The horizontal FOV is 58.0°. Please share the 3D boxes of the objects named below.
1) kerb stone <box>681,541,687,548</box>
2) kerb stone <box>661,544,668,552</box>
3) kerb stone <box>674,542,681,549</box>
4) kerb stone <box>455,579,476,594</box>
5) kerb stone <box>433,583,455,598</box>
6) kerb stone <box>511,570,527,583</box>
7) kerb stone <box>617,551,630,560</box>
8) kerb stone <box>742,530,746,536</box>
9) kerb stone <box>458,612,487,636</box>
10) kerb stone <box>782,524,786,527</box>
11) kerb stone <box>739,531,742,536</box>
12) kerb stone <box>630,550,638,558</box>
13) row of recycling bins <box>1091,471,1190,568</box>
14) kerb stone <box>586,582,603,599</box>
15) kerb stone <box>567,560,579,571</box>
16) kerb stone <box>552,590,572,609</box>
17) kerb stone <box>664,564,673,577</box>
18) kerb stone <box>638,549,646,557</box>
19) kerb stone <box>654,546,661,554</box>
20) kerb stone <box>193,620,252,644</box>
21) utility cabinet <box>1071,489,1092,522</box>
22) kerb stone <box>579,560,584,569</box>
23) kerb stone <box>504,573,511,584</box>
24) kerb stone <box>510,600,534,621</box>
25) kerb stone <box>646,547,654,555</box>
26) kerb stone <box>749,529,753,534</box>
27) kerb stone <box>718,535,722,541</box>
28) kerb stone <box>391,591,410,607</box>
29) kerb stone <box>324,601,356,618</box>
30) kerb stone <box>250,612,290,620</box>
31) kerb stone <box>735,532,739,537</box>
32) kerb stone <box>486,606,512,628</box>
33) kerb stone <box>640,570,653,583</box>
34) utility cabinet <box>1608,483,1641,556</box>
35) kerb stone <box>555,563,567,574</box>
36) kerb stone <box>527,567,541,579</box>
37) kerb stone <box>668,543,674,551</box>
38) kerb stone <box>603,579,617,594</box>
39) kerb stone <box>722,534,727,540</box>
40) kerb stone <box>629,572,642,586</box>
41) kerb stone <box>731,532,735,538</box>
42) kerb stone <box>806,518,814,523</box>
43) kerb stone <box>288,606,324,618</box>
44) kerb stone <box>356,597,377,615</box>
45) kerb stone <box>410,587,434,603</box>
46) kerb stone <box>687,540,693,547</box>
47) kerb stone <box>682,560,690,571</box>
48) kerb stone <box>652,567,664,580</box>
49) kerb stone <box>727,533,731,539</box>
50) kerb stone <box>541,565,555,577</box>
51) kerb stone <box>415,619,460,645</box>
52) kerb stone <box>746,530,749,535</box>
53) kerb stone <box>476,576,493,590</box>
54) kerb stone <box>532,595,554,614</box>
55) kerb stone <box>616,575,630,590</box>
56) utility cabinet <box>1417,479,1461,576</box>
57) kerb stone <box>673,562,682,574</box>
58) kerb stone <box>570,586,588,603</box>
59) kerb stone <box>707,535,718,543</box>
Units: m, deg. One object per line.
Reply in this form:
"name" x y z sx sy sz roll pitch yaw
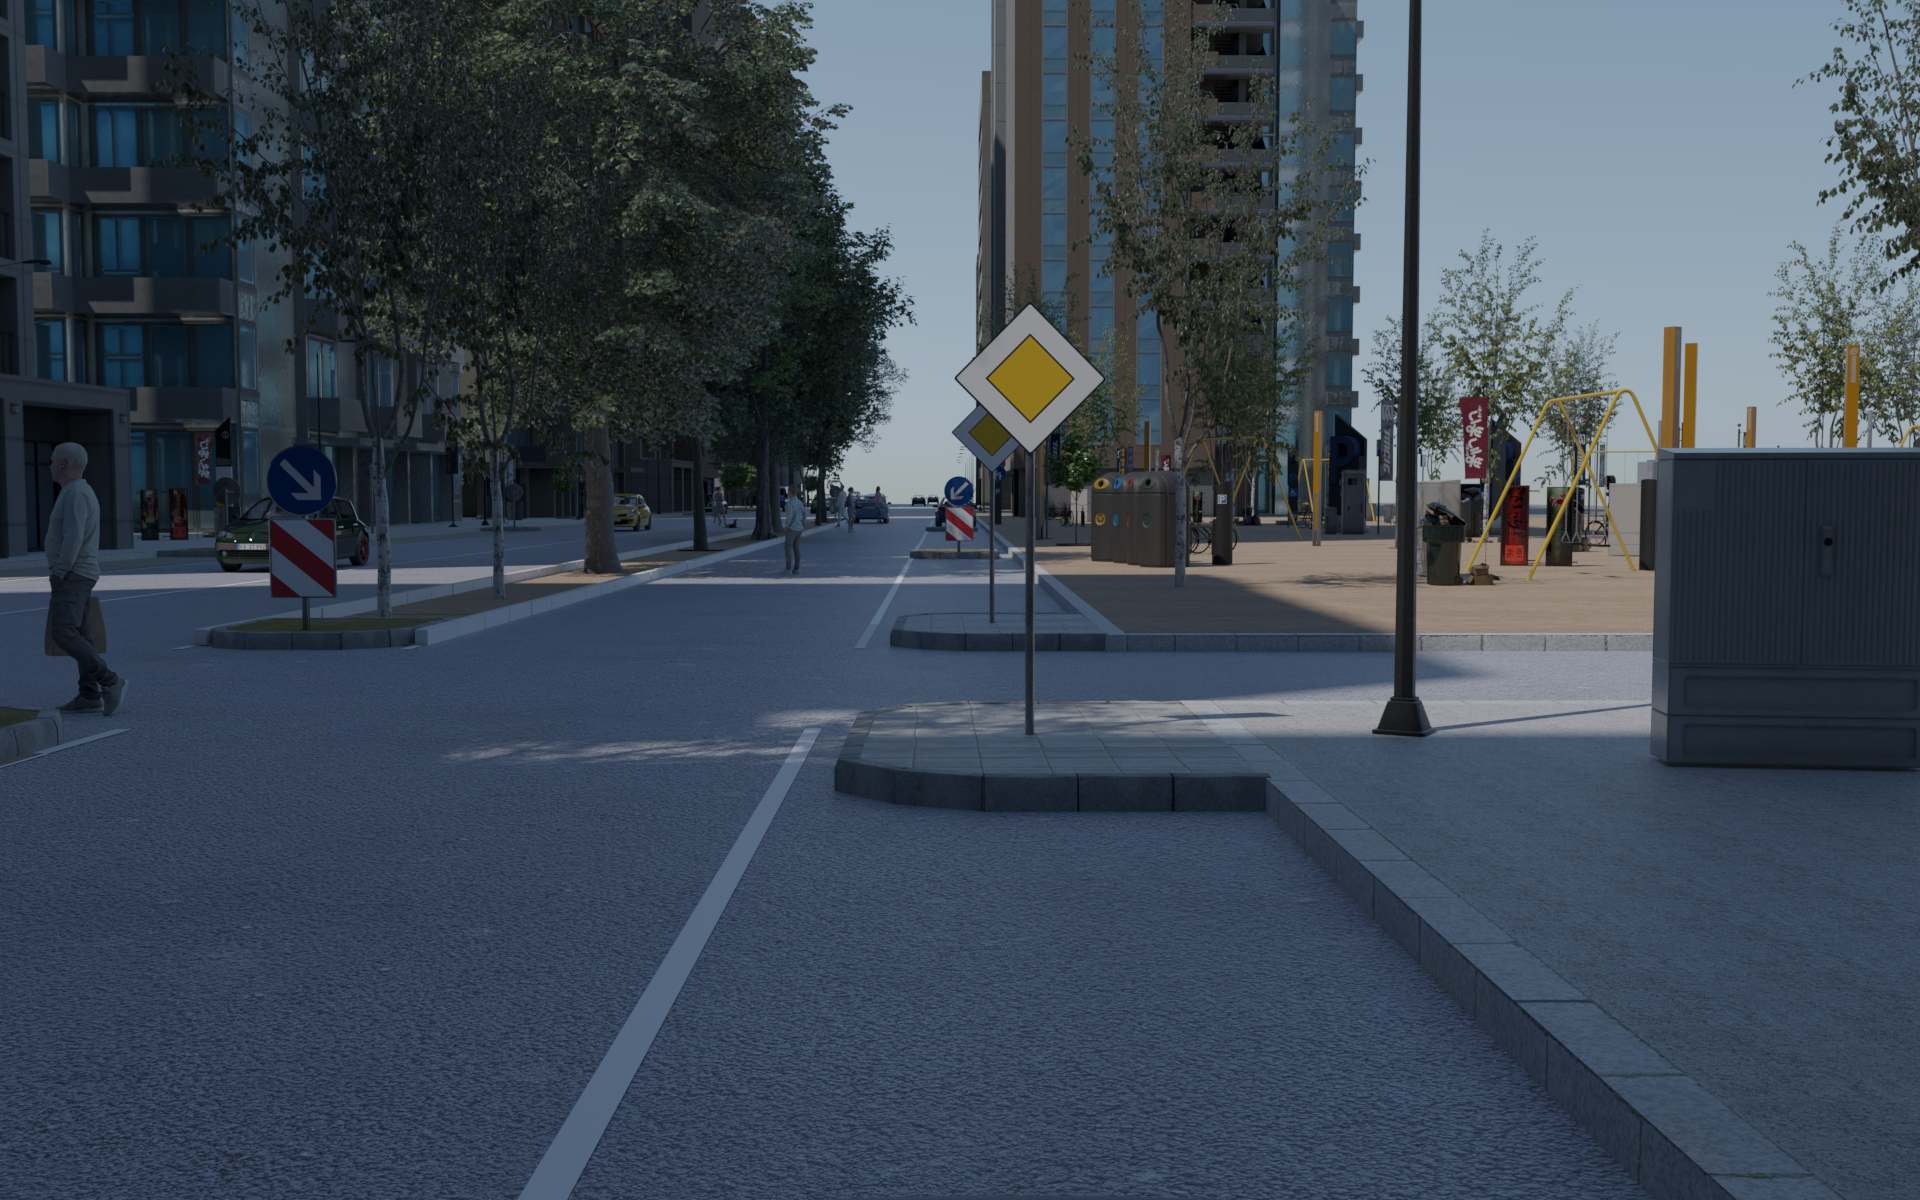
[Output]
"kerb stone" -7.390 -1.430 45.596 0.120 0.150 1.000 0 4 0
"kerb stone" -7.371 -1.243 42.521 0.120 0.150 1.000 0 4 0
"kerb stone" -7.394 -1.368 44.569 0.120 0.150 1.000 0 4 0
"kerb stone" -7.253 -0.177 25.088 0.120 0.150 1.000 0 4 0
"kerb stone" -7.252 -0.114 24.053 0.120 0.150 1.000 0 4 0
"kerb stone" -7.276 -0.366 28.177 0.120 0.150 1.000 0 4 0
"kerb stone" -7.338 -0.929 37.385 0.120 0.150 1.000 0 4 0
"kerb stone" -7.485 -2.243 58.924 0.120 0.150 1.000 0 4 0
"kerb stone" -5.109 0.262 17.910 0.120 0.150 1.000 0 4 0
"kerb stone" -7.597 -3.248 75.336 0.120 0.150 1.000 0 4 0
"kerb stone" -7.480 -2.183 57.888 0.120 0.150 1.000 0 4 0
"kerb stone" -7.353 -0.990 38.414 0.120 0.150 1.000 0 4 0
"row of recycling bins" 3.307 -1.508 31.766 1.069 1.692 3.534 -1 4 -14
"kerb stone" -5.153 -0.115 24.071 0.120 0.150 1.000 0 4 0
"kerb stone" -7.313 -0.616 32.264 0.120 0.150 1.000 0 4 0
"kerb stone" -5.135 0.012 22.027 0.120 0.150 1.000 0 4 0
"kerb stone" -5.189 -0.489 30.217 0.120 0.150 1.000 0 4 0
"kerb stone" -7.354 -1.050 39.437 0.120 0.150 1.000 0 4 0
"kerb stone" -7.368 -1.179 41.492 0.120 0.150 1.000 0 4 0
"kerb stone" -7.200 0.324 16.899 0.120 0.150 1.000 0 4 0
"utility cabinet" 5.575 -4.324 79.374 0.318 1.500 1.173 -3 4 -36
"kerb stone" -7.316 -0.678 33.286 0.120 0.150 1.000 0 4 0
"kerb stone" -7.268 -0.303 27.148 0.120 0.150 1.000 0 4 0
"kerb stone" -5.124 0.136 19.967 0.120 0.150 1.000 0 4 0
"kerb stone" -7.364 -1.109 40.465 0.120 0.150 1.000 0 4 0
"kerb stone" -7.501 -2.372 60.974 0.120 0.150 1.000 0 4 0
"kerb stone" -7.441 -1.870 52.769 0.120 0.150 1.000 0 4 0
"kerb stone" -7.240 0.014 22.009 0.120 0.150 1.000 0 4 0
"kerb stone" -7.220 0.137 19.965 0.120 0.150 1.000 0 4 0
"kerb stone" -7.210 0.264 17.921 0.120 0.150 1.000 0 4 0
"kerb stone" -7.474 -2.121 56.866 0.120 0.150 1.000 0 4 0
"kerb stone" -5.117 0.199 18.936 0.120 0.150 1.000 0 4 0
"kerb stone" -5.180 -0.365 28.170 0.120 0.150 1.000 0 4 0
"utility cabinet" 13.990 -1.649 35.636 1.173 1.500 0.318 2 4 28
"kerb stone" -7.301 -0.548 31.243 0.120 0.150 1.000 0 4 0
"kerb stone" -7.283 -0.426 29.199 0.120 0.150 1.000 0 4 0
"kerb stone" -7.386 -1.306 43.543 0.120 0.150 1.000 0 4 0
"kerb stone" -5.158 -0.173 25.094 0.120 0.150 1.000 0 4 0
"kerb stone" -7.449 -1.932 53.791 0.120 0.150 1.000 0 4 0
"kerb stone" -5.173 -0.300 27.148 0.120 0.150 1.000 0 4 0
"kerb stone" -7.460 -2.058 55.844 0.120 0.150 1.000 0 4 0
"kerb stone" -7.679 -4.065 88.657 0.120 0.150 1.000 0 4 0
"kerb stone" -7.228 0.199 18.943 0.120 0.150 1.000 0 4 0
"kerb stone" -7.234 0.077 20.988 0.120 0.150 1.000 0 4 0
"kerb stone" -7.244 -0.050 23.031 0.120 0.150 1.000 0 4 0
"kerb stone" -7.401 -1.494 46.618 0.120 0.150 1.000 0 4 0
"kerb stone" -5.216 -0.616 32.264 0.120 0.150 1.000 0 4 0
"kerb stone" -5.178 -0.427 29.195 0.120 0.150 1.000 0 4 0
"kerb stone" -7.459 -1.996 54.822 0.120 0.150 1.000 0 4 0
"kerb stone" -7.284 -0.491 30.221 0.120 0.150 1.000 0 4 0
"kerb stone" -5.100 0.325 16.888 0.120 0.150 1.000 0 4 0
"kerb stone" -7.494 -2.309 59.952 0.120 0.150 1.000 0 4 0
"kerb stone" -7.261 -0.238 26.120 0.120 0.150 1.000 0 4 0
"kerb stone" -5.127 0.074 21.003 0.120 0.150 1.000 0 4 0
"kerb stone" -5.166 -0.240 26.125 0.120 0.150 1.000 0 4 0
"utility cabinet" 7.328 -1.099 26.642 0.318 1.500 1.173 0 4 -4
"kerb stone" -5.199 -0.551 31.242 0.120 0.150 1.000 0 4 0
"kerb stone" -5.148 -0.049 23.049 0.120 0.150 1.000 0 4 0
"kerb stone" -7.438 -1.807 51.736 0.120 0.150 1.000 0 4 0
